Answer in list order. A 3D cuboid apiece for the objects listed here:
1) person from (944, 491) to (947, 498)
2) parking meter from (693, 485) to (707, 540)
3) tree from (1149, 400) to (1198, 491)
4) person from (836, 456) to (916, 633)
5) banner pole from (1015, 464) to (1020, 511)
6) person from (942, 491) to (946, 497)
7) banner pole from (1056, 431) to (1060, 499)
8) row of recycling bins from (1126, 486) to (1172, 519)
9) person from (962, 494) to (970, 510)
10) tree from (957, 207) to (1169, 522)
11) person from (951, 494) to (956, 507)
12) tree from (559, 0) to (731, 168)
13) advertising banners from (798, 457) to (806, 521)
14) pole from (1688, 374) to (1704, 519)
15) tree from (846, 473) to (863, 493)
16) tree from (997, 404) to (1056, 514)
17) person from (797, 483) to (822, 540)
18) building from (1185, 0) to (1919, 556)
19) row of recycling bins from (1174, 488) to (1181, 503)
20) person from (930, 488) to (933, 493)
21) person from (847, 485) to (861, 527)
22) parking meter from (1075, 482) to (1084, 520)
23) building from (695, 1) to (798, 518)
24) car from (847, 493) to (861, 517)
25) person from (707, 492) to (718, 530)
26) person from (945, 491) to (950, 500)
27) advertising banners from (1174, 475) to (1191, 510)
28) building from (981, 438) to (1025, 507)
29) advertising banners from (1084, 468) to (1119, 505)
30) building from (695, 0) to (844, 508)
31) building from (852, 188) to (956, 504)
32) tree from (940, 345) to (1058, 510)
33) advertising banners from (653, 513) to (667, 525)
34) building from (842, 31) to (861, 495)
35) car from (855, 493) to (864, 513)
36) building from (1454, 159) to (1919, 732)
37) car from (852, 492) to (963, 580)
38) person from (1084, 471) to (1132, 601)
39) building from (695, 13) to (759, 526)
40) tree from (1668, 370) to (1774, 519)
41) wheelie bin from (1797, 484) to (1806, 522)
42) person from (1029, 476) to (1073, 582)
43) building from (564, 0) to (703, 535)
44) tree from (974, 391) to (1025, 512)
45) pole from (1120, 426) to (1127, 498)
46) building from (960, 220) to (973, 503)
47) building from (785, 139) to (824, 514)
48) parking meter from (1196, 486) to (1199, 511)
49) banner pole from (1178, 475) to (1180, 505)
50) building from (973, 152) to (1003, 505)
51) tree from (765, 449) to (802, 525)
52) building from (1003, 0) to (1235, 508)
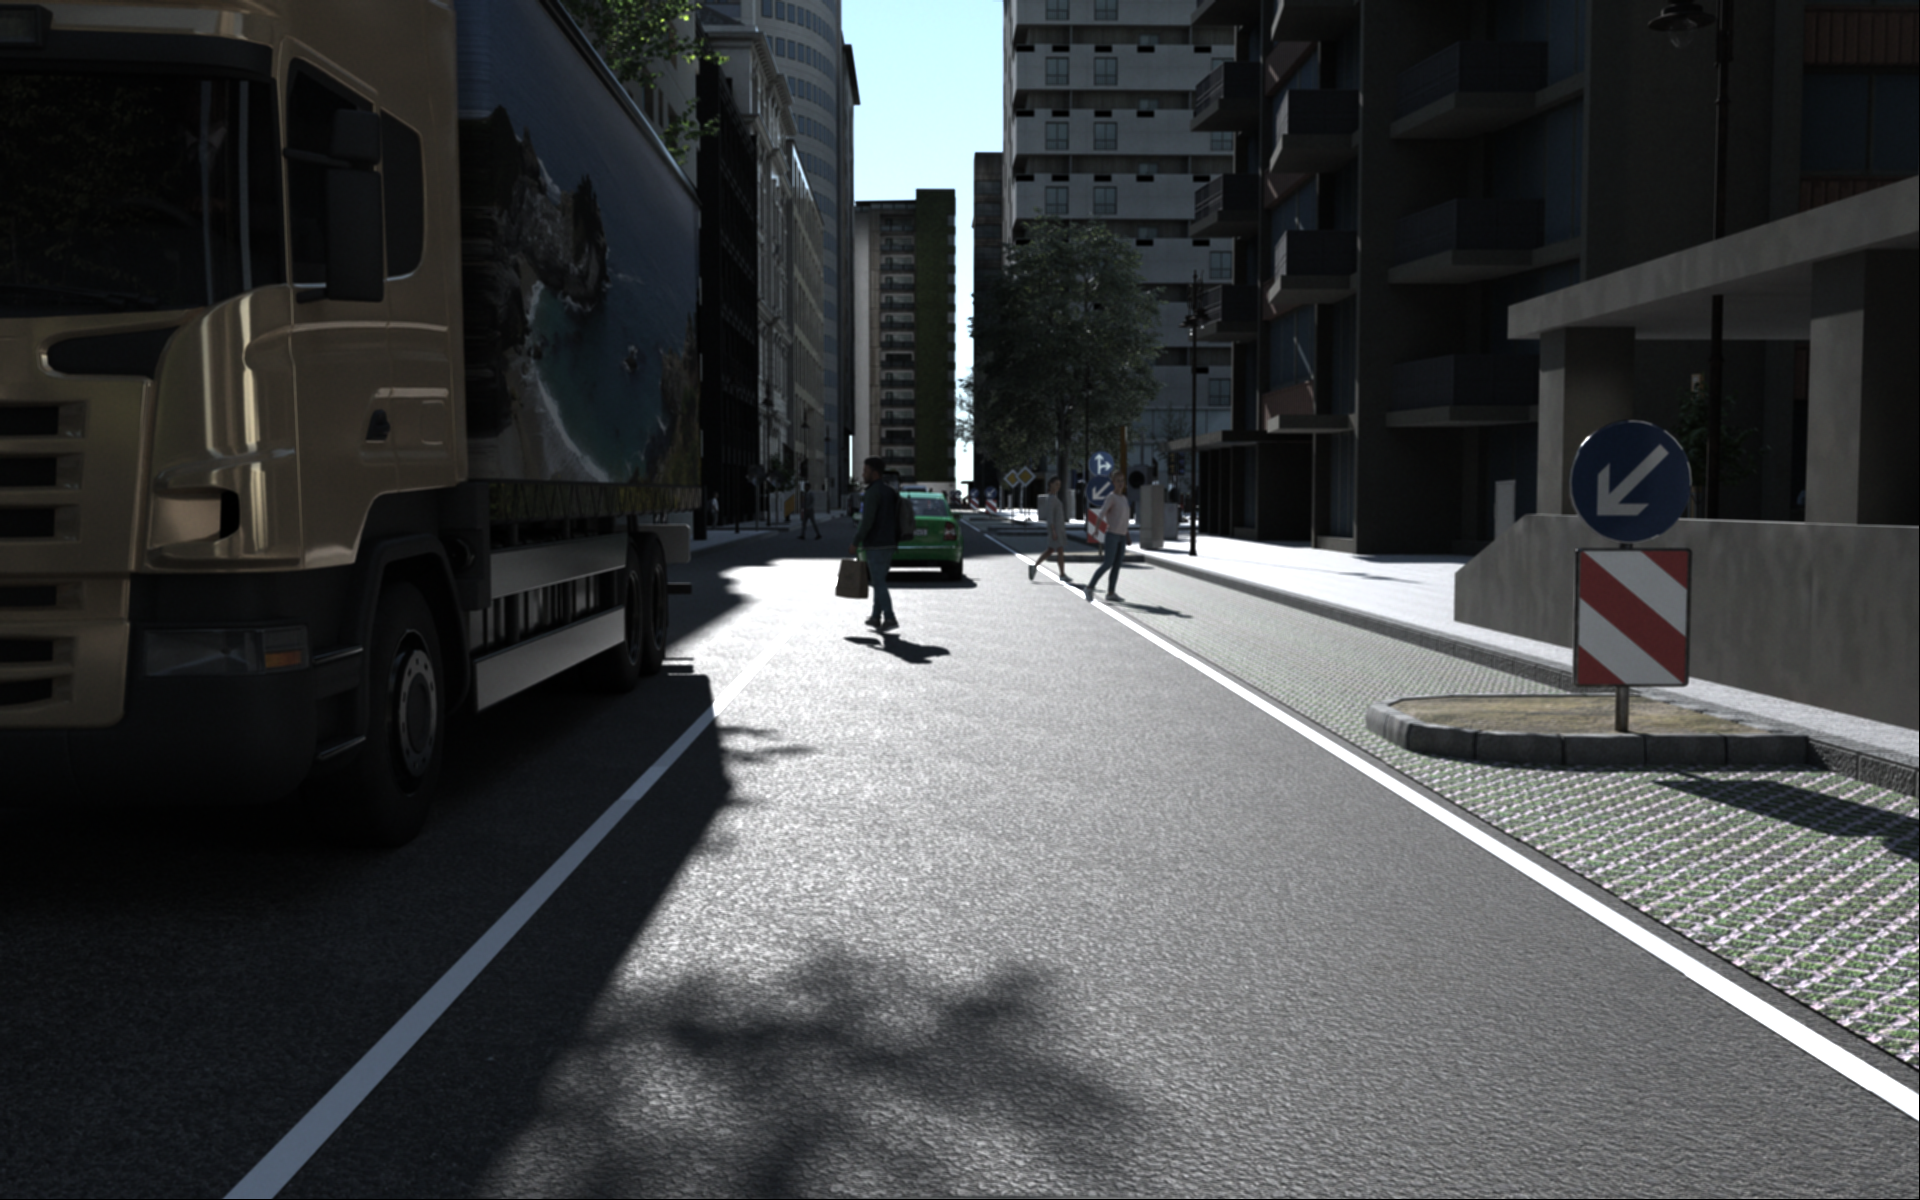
[{"bbox_3d":[-1.944,-12.268,209.086,0.705,1.823,1.348,2,4,33],"label":"person"},{"bbox_3d":[-7.261,-2.442,48.337,0.372,1.533,0.369,0,3,0],"label":"parking meter"},{"bbox_3d":[16.642,-11.194,133.382,4.360,8.622,3.978,0,3,0],"label":"tree"},{"bbox_3d":[-0.885,-0.577,17.920,0.794,1.824,0.713,-3,5,-44],"label":"person"},{"bbox_3d":[4.310,-8.544,129.718,0.401,3.779,0.863,-2,4,-28],"label":"banner pole"},{"bbox_3d":[-1.621,-9.425,163.046,0.568,1.767,0.683,-1,4,-19],"label":"person"},{"bbox_3d":[3.844,-4.793,68.379,0.401,3.779,0.863,1,4,12],"label":"banner pole"},{"bbox_3d":[9.007,-5.016,89.121,3.534,1.692,1.069,-1,4,-12],"label":"row of recycling bins"},{"bbox_3d":[0.589,-8.761,154.929,0.799,1.438,0.628,0,4,1],"label":"person"},{"bbox_3d":[4.767,-10.492,78.196,9.857,13.997,8.962,0,3,0],"label":"tree"},{"bbox_3d":[-0.572,-10.879,189.589,0.991,1.433,0.599,1,4,21],"label":"person"},{"bbox_3d":[-6.581,-5.813,20.806,9.928,11.665,9.643,0,3,0],"label":"tree"},{"bbox_3d":[-7.631,-5.354,83.729,0.090,3.025,2.074,0,4,5],"label":"advertising banners"},{"bbox_3d":[12.535,-2.182,29.516,0.158,3.312,0.155,0,3,0],"label":"pole"},{"bbox_3d":[-10.091,-10.318,163.300,1.663,3.219,1.824,0,3,0],"label":"tree"},{"bbox_3d":[4.011,-9.849,111.392,4.360,8.622,3.978,0,3,0],"label":"tree"},{"bbox_3d":[-4.739,-2.798,54.526,0.850,1.792,0.678,-3,4,-38],"label":"person"},{"bbox_3d":[17.824,-23.808,43.879,22.147,44.769,28.867,0,4,-1],"label":"building"},{"bbox_3d":[13.069,-6.655,115.929,3.534,1.692,1.069,2,4,23],"label":"row of recycling bins"},{"bbox_3d":[-1.957,-6.648,117.224,0.581,1.822,0.654,0,4,7],"label":"person"},{"bbox_3d":[-4.593,-4.037,74.694,0.709,1.800,0.728,-1,4,-8],"label":"person"},{"bbox_3d":[5.857,-4.829,84.666,0.399,1.863,0.255,3,4,38],"label":"parking meter"},{"bbox_3d":[-16.572,-18.847,95.531,14.401,28.519,23.554,0,4,-1],"label":"building"},{"bbox_3d":[-6.153,-6.266,111.481,2.155,1.783,4.494,0,4,-1],"label":"car"},{"bbox_3d":[-8.811,-3.127,62.221,0.523,1.515,0.503,-3,4,-38],"label":"person"},{"bbox_3d":[-1.778,-12.698,216.092,1.348,1.826,0.705,1,4,19],"label":"person"},{"bbox_3d":[17.819,-8.745,139.164,2.074,3.025,0.090,-3,4,-38],"label":"advertising banners"},{"bbox_3d":[13.958,-53.422,186.113,22.319,86.520,31.000,0,4,-1],"label":"building"},{"bbox_3d":[8.074,-6.277,98.811,2.074,3.025,0.090,1,4,8],"label":"advertising banners"},{"bbox_3d":[-21.678,-37.529,155.592,21.231,58.520,28.212,0,4,-1],"label":"building"},{"bbox_3d":[-7.617,-33.662,233.960,14.086,41.232,14.154,0,4,-1],"label":"building"},{"bbox_3d":[3.344,-13.895,137.556,12.009,13.543,11.850,0,3,0],"label":"tree"},{"bbox_3d":[-6.895,-2.692,40.208,0.090,3.025,2.074,0,4,3],"label":"advertising banners"},{"bbox_3d":[-25.794,-37.520,202.687,27.495,52.752,28.713,0,4,-1],"label":"building"},{"bbox_3d":[-5.239,-5.545,100.254,1.945,1.707,3.694,0,4,-3],"label":"car"},{"bbox_3d":[21.258,-19.440,9.723,32.217,40.220,23.993,0,4,-1],"label":"building"},{"bbox_3d":[-0.909,-1.311,30.230,1.959,1.807,4.718,0,4,-3],"label":"car"},{"bbox_3d":[1.923,-0.850,23.065,0.598,1.740,0.731,2,4,25],"label":"person"},{"bbox_3d":[-15.792,-15.068,76.045,12.332,23.373,15.834,0,4,-1],"label":"building"},{"bbox_3d":[11.408,-1.973,26.863,1.663,3.219,1.824,0,3,0],"label":"tree"},{"bbox_3d":[14.506,-1.296,29.092,0.980,1.594,0.693,-1,4,-16],"label":"wheelie bin"},{"bbox_3d":[1.503,-1.164,28.274,0.760,1.731,0.466,-2,4,-26],"label":"person"},{"bbox_3d":[-22.658,-12.098,42.843,28.899,21.520,27.650,0,4,-1],"label":"building"},{"bbox_3d":[3.105,-10.577,123.289,4.737,8.622,4.395,0,3,0],"label":"tree"},{"bbox_3d":[4.906,-3.558,52.019,0.158,3.312,0.155,0,3,0],"label":"pole"},{"bbox_3d":[14.565,-35.703,238.376,28.867,44.769,22.147,0,4,-1],"label":"building"},{"bbox_3d":[-20.357,-19.585,124.730,19.350,26.468,34.151,0,4,-1],"label":"building"},{"bbox_3d":[16.795,-7.082,121.502,0.399,1.863,0.255,-1,4,-10],"label":"parking meter"},{"bbox_3d":[13.773,-7.265,108.802,0.401,3.779,0.863,1,4,17],"label":"banner pole"},{"bbox_3d":[8.576,-32.188,209.876,14.154,41.232,14.086,0,4,-1],"label":"building"},{"bbox_3d":[-7.742,-4.802,73.113,1.663,3.219,1.824,0,3,0],"label":"tree"},{"bbox_3d":[17.900,-34.789,158.035,28.713,52.752,27.495,0,4,-1],"label":"building"}]
